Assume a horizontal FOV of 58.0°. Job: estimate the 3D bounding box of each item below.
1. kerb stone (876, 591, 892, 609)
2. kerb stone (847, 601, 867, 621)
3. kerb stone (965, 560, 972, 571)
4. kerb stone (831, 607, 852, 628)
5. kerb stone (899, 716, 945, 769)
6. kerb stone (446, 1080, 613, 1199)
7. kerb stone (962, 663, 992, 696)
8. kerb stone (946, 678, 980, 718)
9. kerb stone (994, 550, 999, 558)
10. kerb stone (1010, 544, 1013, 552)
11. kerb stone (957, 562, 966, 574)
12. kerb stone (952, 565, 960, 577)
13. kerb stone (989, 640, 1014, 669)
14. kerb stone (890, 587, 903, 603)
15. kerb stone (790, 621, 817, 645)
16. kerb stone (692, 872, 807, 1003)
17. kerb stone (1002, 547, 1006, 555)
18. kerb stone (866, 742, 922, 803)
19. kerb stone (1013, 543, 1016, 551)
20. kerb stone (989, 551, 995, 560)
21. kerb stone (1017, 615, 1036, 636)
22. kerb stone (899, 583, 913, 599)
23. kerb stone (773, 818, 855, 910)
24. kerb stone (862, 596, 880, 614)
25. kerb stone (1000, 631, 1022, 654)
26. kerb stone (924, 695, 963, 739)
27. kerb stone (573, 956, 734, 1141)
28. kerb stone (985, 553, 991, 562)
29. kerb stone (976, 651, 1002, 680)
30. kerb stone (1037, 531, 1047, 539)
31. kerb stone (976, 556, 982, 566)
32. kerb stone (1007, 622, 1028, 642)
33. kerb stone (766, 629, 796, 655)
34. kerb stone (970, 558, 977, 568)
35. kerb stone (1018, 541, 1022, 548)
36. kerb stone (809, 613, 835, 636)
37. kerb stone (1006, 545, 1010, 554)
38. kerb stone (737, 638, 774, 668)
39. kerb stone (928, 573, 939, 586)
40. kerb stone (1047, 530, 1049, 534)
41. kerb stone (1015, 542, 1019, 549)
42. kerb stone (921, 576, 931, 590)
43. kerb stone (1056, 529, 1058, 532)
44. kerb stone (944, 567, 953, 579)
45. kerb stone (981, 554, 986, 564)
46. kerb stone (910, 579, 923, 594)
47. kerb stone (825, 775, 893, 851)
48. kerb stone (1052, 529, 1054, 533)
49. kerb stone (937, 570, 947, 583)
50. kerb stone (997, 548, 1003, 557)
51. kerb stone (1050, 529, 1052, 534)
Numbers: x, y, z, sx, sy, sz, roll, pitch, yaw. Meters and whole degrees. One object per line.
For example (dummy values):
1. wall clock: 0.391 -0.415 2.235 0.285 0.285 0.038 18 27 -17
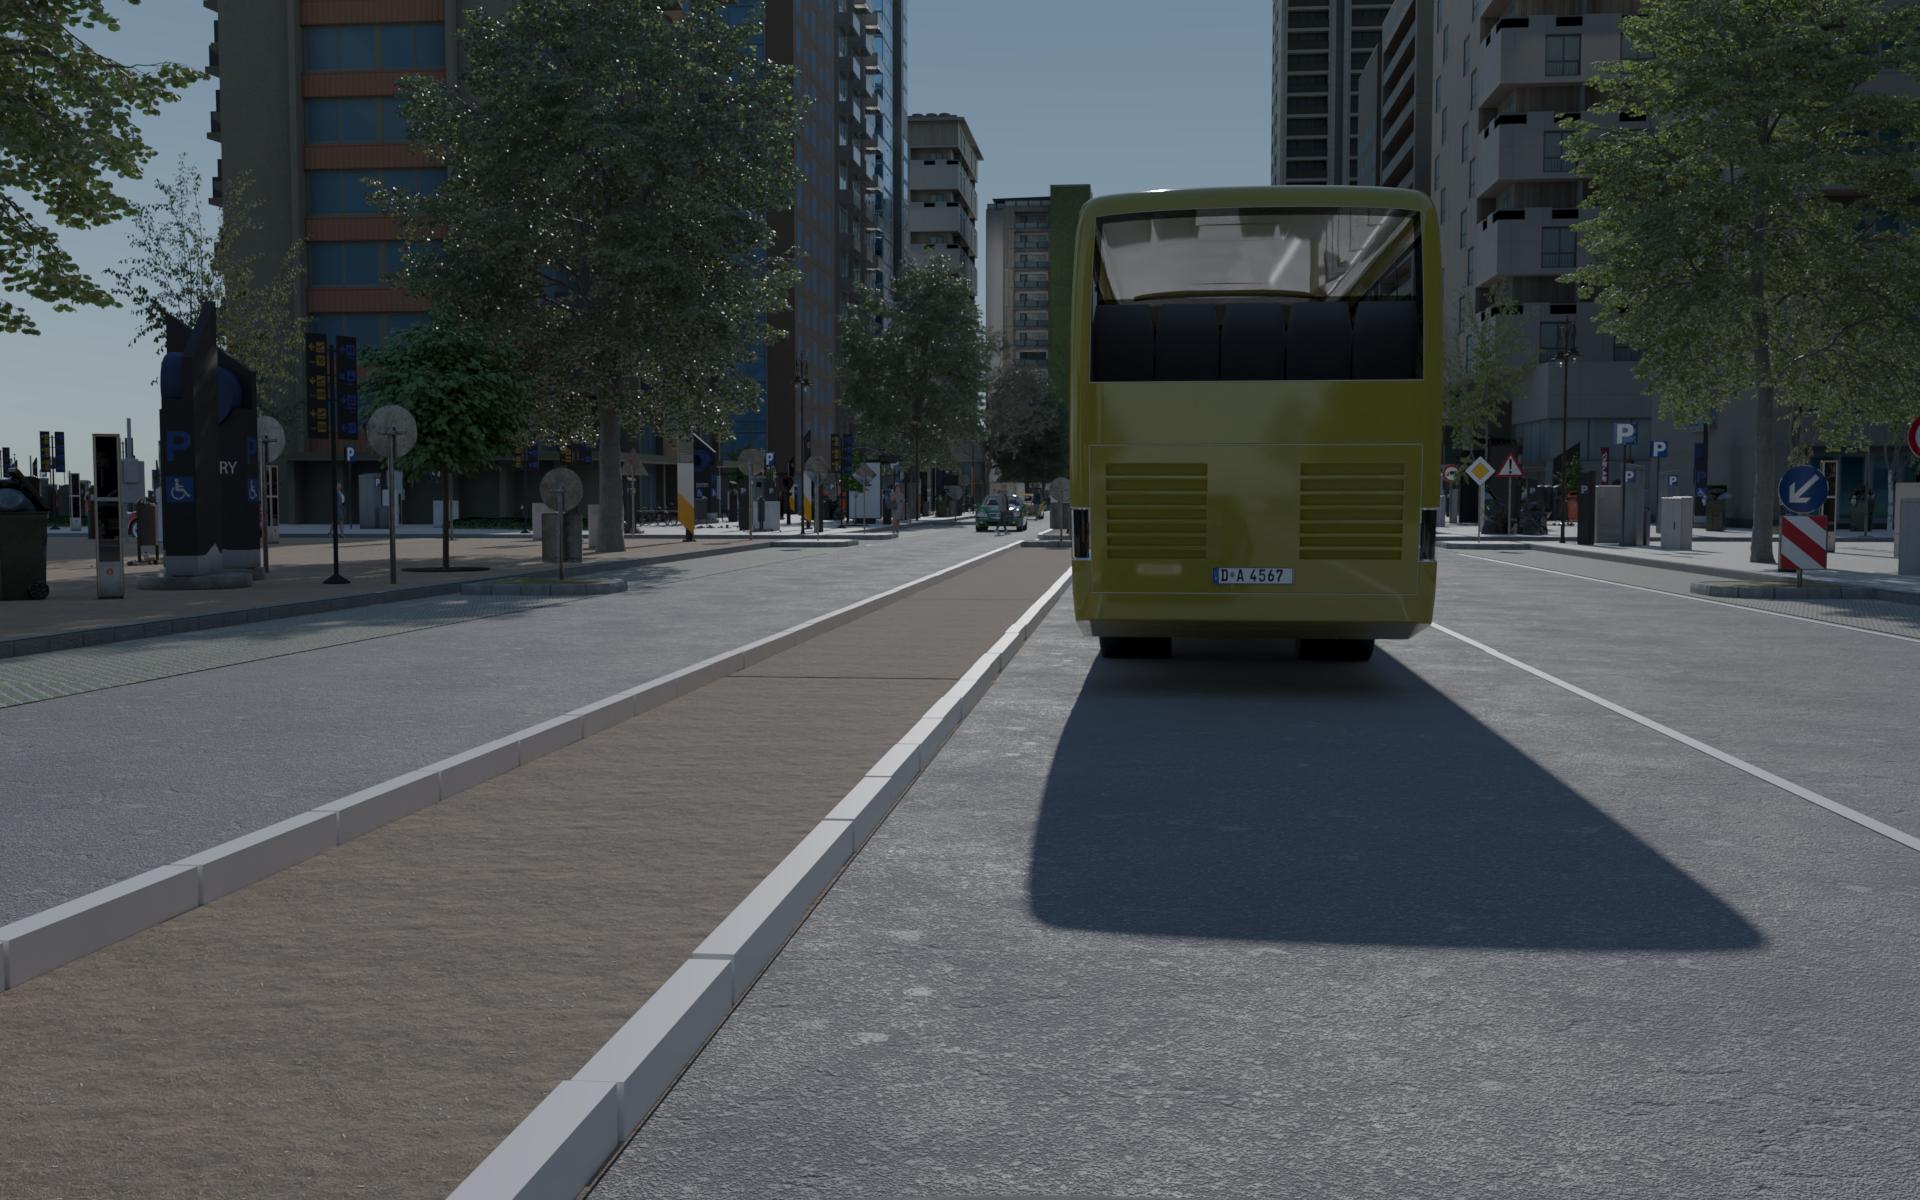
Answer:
1. kerb stone: -1.016 0.025 21.788 0.120 0.150 1.000 0 4 6
2. kerb stone: -1.228 0.149 19.751 0.120 0.150 1.000 0 4 6
3. kerb stone: 0.057 -0.599 31.996 0.120 0.150 1.000 0 4 6
4. kerb stone: -1.340 0.212 18.736 0.120 0.150 1.000 0 4 6
5. kerb stone: -0.209 0.782 9.404 0.120 0.150 1.000 0 4 6
6. kerb stone: -0.860 1.156 3.290 0.120 0.150 1.000 0 4 6
7. kerb stone: 0.111 0.597 12.470 0.120 0.150 1.000 0 4 6
8. kerb stone: 0.007 0.659 11.453 0.120 0.150 1.000 0 4 6
9. kerb stone: 0.696 -0.973 38.108 0.120 0.150 1.000 0 4 6
10. kerb stone: 1.135 -1.214 42.180 0.120 0.150 1.000 0 4 6
11. kerb stone: -0.048 -0.534 30.967 0.120 0.150 1.000 0 4 6
12. kerb stone: -0.154 -0.474 29.941 0.120 0.150 1.000 0 4 6
13. kerb stone: 0.330 0.471 14.502 0.120 0.150 1.000 0 4 6
14. kerb stone: -0.910 -0.033 22.814 0.120 0.150 1.000 0 4 6
15. kerb stone: -1.556 0.340 16.699 0.120 0.150 1.000 0 4 6
16. kerb stone: -0.637 1.032 5.337 0.120 0.150 1.000 0 4 6
17. kerb stone: 0.916 -1.098 40.147 0.120 0.150 1.000 0 4 6
18. kerb stone: -0.321 0.845 8.388 0.120 0.150 1.000 0 4 6
19. kerb stone: 1.245 -1.284 43.196 0.120 0.150 1.000 0 4 6
20. kerb stone: 0.597 -0.911 37.091 0.120 0.150 1.000 0 4 6
21. kerb stone: 0.649 0.283 17.564 0.120 0.150 1.000 0 4 6
22. kerb stone: -0.803 -0.100 23.836 0.120 0.150 1.000 0 4 6
23. kerb stone: -0.537 0.979 6.355 0.120 0.150 1.000 0 4 6
24. kerb stone: -1.127 0.087 20.769 0.120 0.150 1.000 0 4 6
25. kerb stone: 0.435 0.412 15.525 0.120 0.150 1.000 0 4 6
26. kerb stone: -0.107 0.719 10.433 0.120 0.150 1.000 0 4 6
27. kerb stone: -0.744 1.101 4.305 0.120 0.150 1.000 0 4 6
28. kerb stone: 0.485 -0.848 36.068 0.120 0.150 1.000 0 4 6
29. kerb stone: 0.210 0.537 13.487 0.120 0.150 1.000 0 4 6
30. kerb stone: 2.695 -2.129 57.012 0.120 0.150 1.000 0 4 6
31. kerb stone: 0.273 -0.724 34.034 0.120 0.150 1.000 0 4 6
32. kerb stone: 0.530 0.345 16.549 0.120 0.150 1.000 0 4 6
33. kerb stone: -1.664 0.404 15.671 0.120 0.150 1.000 0 4 6
34. kerb stone: 0.160 -0.662 33.013 0.120 0.150 1.000 0 4 6
35. kerb stone: 1.457 -1.409 45.239 0.120 0.150 1.000 0 4 6
36. kerb stone: -1.451 0.274 17.719 0.120 0.150 1.000 0 4 6
37. kerb stone: 1.025 -1.159 41.163 0.120 0.150 1.000 0 4 6
38. kerb stone: -1.763 0.461 14.651 0.120 0.150 1.000 0 4 6
39. kerb stone: -0.483 -0.287 26.887 0.120 0.150 1.000 0 4 6
40. kerb stone: 2.805 -2.192 58.029 0.120 0.150 1.000 0 4 6
41. kerb stone: 1.344 -1.347 44.223 0.120 0.150 1.000 0 4 6
42. kerb stone: -0.592 -0.221 25.869 0.120 0.150 1.000 0 4 6
43. kerb stone: 3.446 -2.560 64.148 0.120 0.150 1.000 0 4 6
44. kerb stone: -0.269 -0.411 28.926 0.120 0.150 1.000 0 4 6
45. kerb stone: 0.380 -0.786 35.052 0.120 0.150 1.000 0 4 6
46. kerb stone: -0.696 -0.162 24.852 0.120 0.150 1.000 0 4 6
47. kerb stone: -0.426 0.911 7.370 0.120 0.150 1.000 0 4 6
48. kerb stone: 3.125 -2.378 61.092 0.120 0.150 1.000 0 4 6
49. kerb stone: -0.369 -0.344 27.905 0.120 0.150 1.000 0 4 6
50. kerb stone: 0.808 -1.036 39.131 0.120 0.150 1.000 0 4 6
51. kerb stone: 3.021 -2.317 60.071 0.120 0.150 1.000 0 4 6
